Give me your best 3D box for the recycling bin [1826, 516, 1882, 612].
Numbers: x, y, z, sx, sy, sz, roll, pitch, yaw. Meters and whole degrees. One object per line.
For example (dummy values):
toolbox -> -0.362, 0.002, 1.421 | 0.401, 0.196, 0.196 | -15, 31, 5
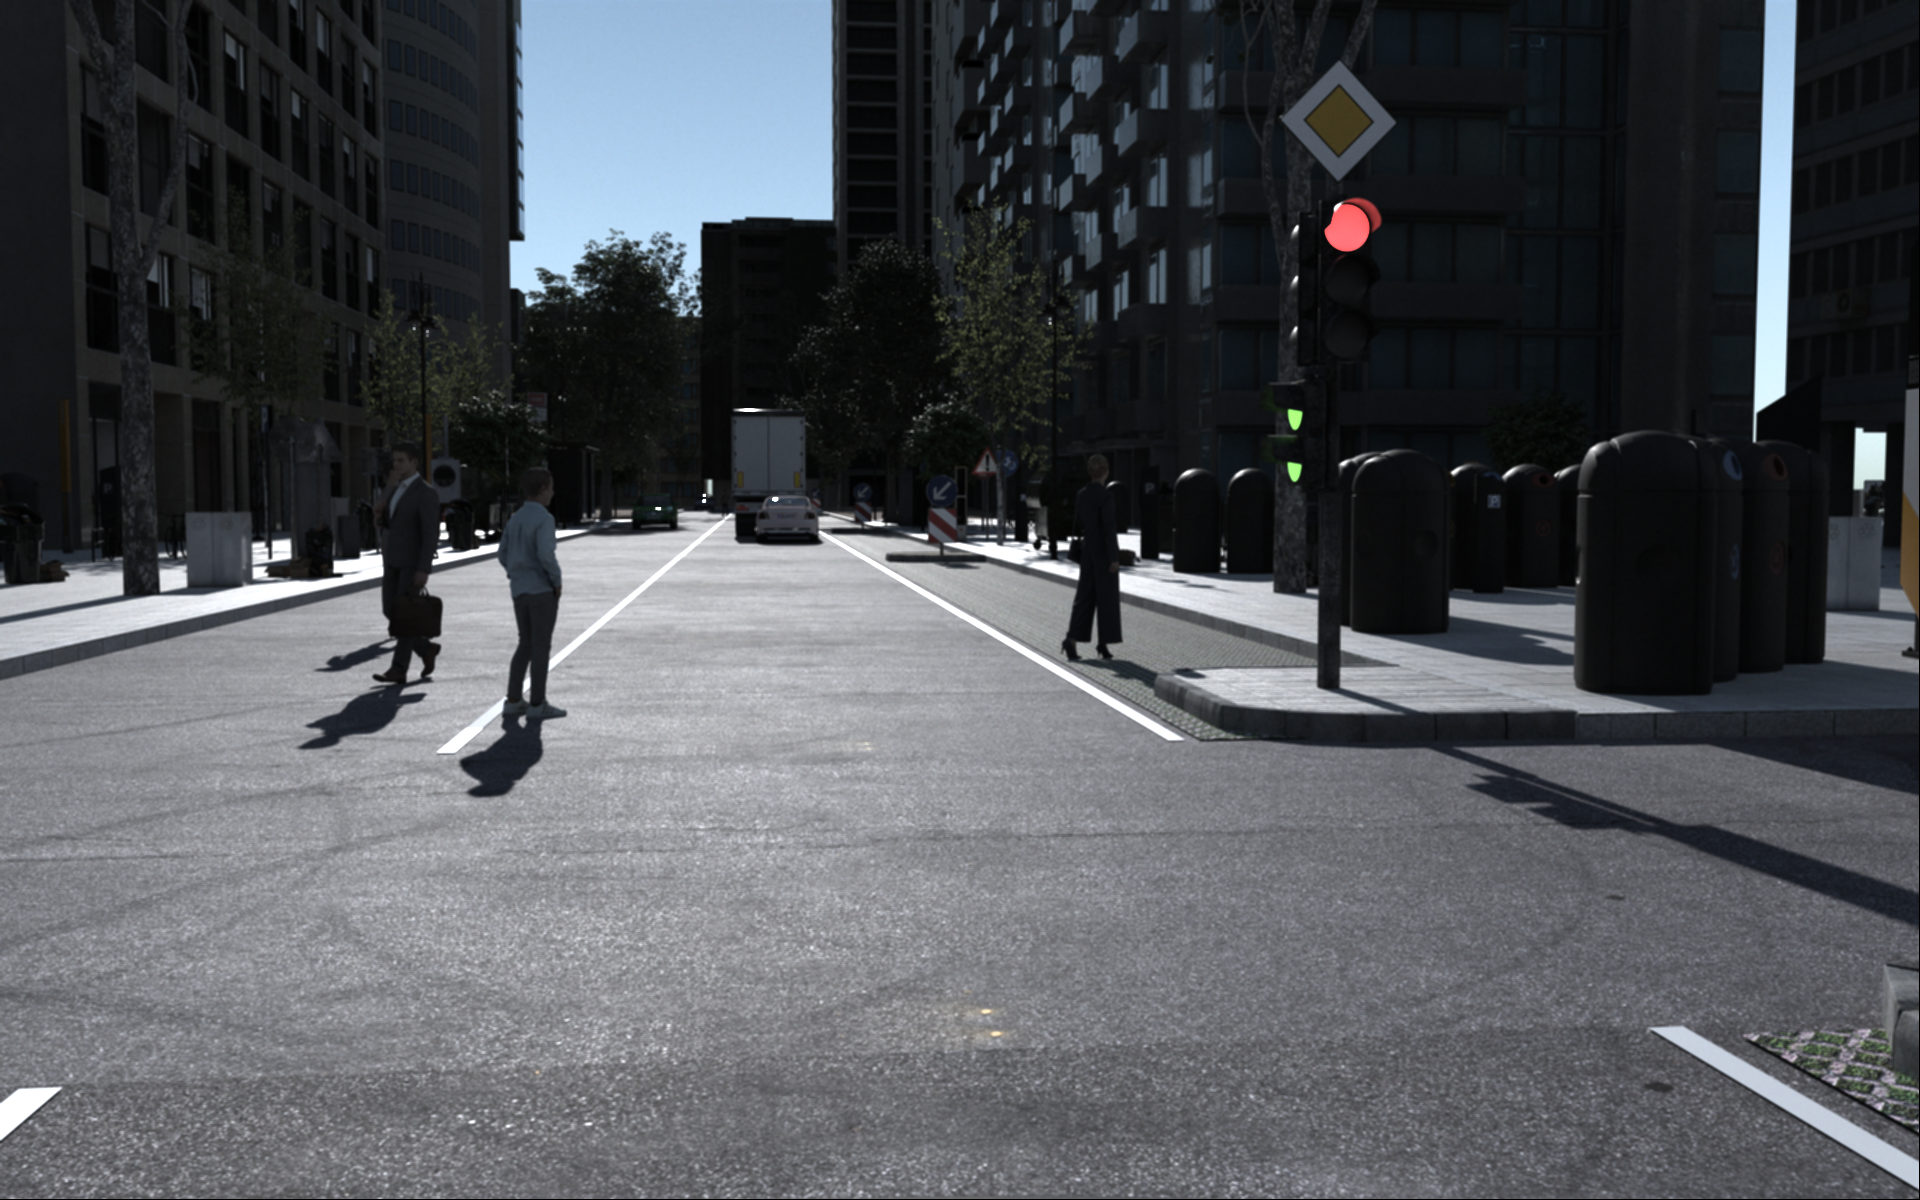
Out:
recycling bin -> 9.737, -0.411, 19.272 | 0.722, 1.027, 0.722 | 0, 4, 6

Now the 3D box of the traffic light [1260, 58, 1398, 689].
traffic light -> 2.422, -1.372, 11.358 | 0.839, 4.253, 0.868 | 0, 4, -7

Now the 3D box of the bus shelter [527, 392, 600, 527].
bus shelter -> -16.252, -5.713, 71.039 | 2.179, 5.291, 8.768 | 0, 4, -7

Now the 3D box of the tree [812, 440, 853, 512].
tree -> -11.324, -12.168, 149.315 | 4.737, 8.622, 4.395 | 0, 3, 0

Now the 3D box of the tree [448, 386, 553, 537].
tree -> -14.088, -4.221, 52.735 | 4.285, 4.588, 4.351 | 0, 3, 0

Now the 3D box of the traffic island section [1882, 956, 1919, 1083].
traffic island section -> 3.401, 1.146, 3.547 | 2.009, 0.180, 2.903 | 0, 4, -7

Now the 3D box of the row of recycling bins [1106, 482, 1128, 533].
row of recycling bins -> 4.288, -3.164, 58.838 | 1.069, 1.692, 3.534 | -3, 5, -42

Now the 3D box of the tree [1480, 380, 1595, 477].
tree -> 16.724, -4.063, 50.138 | 4.285, 4.588, 4.351 | 0, 3, 0

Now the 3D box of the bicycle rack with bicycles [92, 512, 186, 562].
bicycle rack with bicycles -> -15.788, -1.262, 34.020 | 2.852, 0.926, 2.925 | -1, 4, -20

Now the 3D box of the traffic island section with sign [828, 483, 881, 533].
traffic island section with sign -> -3.730, -3.375, 63.813 | 1.989, 1.847, 2.006 | 0, 4, -7

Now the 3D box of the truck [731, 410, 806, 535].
truck -> -6.985, -4.553, 63.350 | 2.839, 4.237, 11.283 | 0, 4, -6

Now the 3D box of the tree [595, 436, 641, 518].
tree -> -19.016, -6.821, 95.229 | 4.285, 4.588, 4.351 | 0, 3, 0

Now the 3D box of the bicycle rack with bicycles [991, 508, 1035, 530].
bicycle rack with bicycles -> 2.570, -3.039, 63.077 | 2.925, 0.926, 2.852 | 0, 4, 7

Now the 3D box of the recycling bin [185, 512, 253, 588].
recycling bin -> -10.317, -0.708, 24.135 | 0.722, 1.027, 0.722 | -1, 4, -10

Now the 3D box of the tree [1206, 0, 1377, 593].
tree -> 5.777, -10.156, 21.943 | 12.611, 20.169, 13.585 | 0, 3, 0

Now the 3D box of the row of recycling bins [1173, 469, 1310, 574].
row of recycling bins -> 5.205, -1.282, 28.072 | 3.534, 1.692, 1.069 | 1, 4, 16

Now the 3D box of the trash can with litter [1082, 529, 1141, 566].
trash can with litter -> 2.718, -1.207, 31.122 | 1.055, 1.170, 0.624 | 1, 4, 14

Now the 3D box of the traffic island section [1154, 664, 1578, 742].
traffic island section -> 2.463, 0.661, 11.477 | 2.009, 0.180, 2.903 | 0, 4, -7

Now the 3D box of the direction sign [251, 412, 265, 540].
direction sign -> -19.492, -3.424, 47.975 | 0.379, 3.537, 0.876 | -1, 4, -11

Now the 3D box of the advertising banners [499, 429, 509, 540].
advertising banners -> -12.056, -3.038, 45.861 | 0.090, 3.025, 2.074 | -1, 4, -9

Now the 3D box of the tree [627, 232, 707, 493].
tree -> -20.540, -16.349, 123.195 | 12.611, 20.169, 13.585 | 0, 3, 0

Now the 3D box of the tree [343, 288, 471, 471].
tree -> -19.755, -6.808, 61.681 | 4.360, 8.622, 3.978 | 0, 3, 0

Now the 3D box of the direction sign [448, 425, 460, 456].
direction sign -> -16.600, -3.974, 56.966 | 0.379, 3.537, 0.876 | 0, 4, 7

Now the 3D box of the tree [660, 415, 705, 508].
tree -> -25.792, -12.850, 160.462 | 4.737, 8.622, 4.395 | 0, 3, 0

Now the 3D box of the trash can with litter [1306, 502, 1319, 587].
trash can with litter -> 4.894, -0.781, 24.162 | 0.624, 1.170, 1.055 | 2, 4, 25

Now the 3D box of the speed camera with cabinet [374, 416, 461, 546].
speed camera with cabinet -> -13.600, -3.001, 43.404 | 2.038, 3.252, 0.660 | -1, 4, -10

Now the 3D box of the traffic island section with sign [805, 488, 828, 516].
traffic island section with sign -> -9.525, -6.376, 112.869 | 1.989, 1.847, 2.006 | 0, 4, -7

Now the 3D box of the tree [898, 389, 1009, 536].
tree -> -0.284, -4.288, 53.818 | 4.285, 4.588, 4.351 | 0, 3, 0

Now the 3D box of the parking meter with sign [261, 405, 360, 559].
parking meter with sign -> -12.896, -2.336, 34.462 | 1.738, 3.016, 0.543 | -2, 4, -35

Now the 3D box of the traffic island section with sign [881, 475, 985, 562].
traffic island section with sign -> -0.568, -1.738, 37.043 | 1.989, 1.847, 2.006 | 0, 4, -7

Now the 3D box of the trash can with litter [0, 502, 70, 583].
trash can with litter -> -13.458, -0.836, 25.053 | 0.624, 1.170, 1.055 | 1, 4, 9

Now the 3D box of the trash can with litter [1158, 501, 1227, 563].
trash can with litter -> 4.903, -1.346, 33.066 | 2.233, 1.210, 1.678 | 0, 4, 4

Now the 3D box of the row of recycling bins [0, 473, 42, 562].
row of recycling bins -> -18.479, -1.531, 32.141 | 1.069, 1.692, 3.534 | 0, 4, 7

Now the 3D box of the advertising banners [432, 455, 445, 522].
advertising banners -> -23.407, -5.042, 78.617 | 0.090, 3.025, 2.074 | 1, 4, 21

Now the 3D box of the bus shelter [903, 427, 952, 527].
bus shelter -> -0.975, -4.430, 63.716 | 1.731, 3.624, 6.357 | 0, 4, -7

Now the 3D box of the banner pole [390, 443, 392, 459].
banner pole -> -27.015, -5.637, 82.188 | 0.401, 3.779, 0.863 | -1, 4, -23

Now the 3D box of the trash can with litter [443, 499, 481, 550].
trash can with litter -> -11.472, -1.750, 39.995 | 0.624, 1.170, 1.055 | 0, 4, 2

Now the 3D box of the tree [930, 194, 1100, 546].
tree -> 1.080, -5.648, 42.700 | 4.360, 8.622, 3.978 | 0, 3, 0

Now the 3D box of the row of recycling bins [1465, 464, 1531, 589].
row of recycling bins -> 7.412, -1.018, 23.752 | 3.534, 1.692, 1.069 | -1, 4, -22

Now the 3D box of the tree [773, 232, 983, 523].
tree -> -3.098, -9.733, 76.138 | 9.611, 12.733, 9.660 | 0, 3, 0

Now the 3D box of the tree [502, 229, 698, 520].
tree -> -17.452, -10.911, 85.046 | 9.857, 13.997, 8.962 | 0, 3, 0

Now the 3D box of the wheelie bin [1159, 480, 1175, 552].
wheelie bin -> 4.537, -1.859, 38.300 | 0.693, 1.594, 0.980 | 1, 4, 16

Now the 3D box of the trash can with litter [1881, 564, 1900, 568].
trash can with litter -> 15.476, -1.202, 30.708 | 2.233, 1.210, 1.678 | 3, 4, 38

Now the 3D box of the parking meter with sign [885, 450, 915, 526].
parking meter with sign -> -2.128, -4.454, 69.085 | 1.738, 3.016, 0.543 | 0, 4, -1

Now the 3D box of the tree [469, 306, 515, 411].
tree -> -19.603, -7.212, 68.273 | 4.360, 8.622, 3.978 | 0, 3, 0

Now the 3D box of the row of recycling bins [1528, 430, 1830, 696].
row of recycling bins -> 5.317, -0.322, 12.376 | 1.069, 1.692, 3.534 | 3, 5, 41

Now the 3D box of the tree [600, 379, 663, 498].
tree -> -20.328, -9.673, 108.515 | 4.360, 8.622, 3.978 | 0, 3, 0

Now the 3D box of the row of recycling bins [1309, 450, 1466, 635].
row of recycling bins -> 4.225, -0.633, 17.468 | 1.069, 1.692, 3.534 | 0, 4, 7

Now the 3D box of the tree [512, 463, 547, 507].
tree -> -14.785, -3.941, 59.035 | 1.663, 3.219, 1.824 | 0, 3, 0

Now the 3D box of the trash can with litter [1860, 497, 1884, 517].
trash can with litter -> 39.196, -3.870, 74.665 | 1.055, 1.170, 0.624 | -1, 4, -20

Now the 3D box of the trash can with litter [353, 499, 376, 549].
trash can with litter -> -13.535, -1.768, 40.297 | 1.055, 1.170, 0.624 | -2, 4, -24

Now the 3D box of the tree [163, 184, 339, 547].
tree -> -16.652, -5.565, 41.352 | 4.737, 8.622, 4.395 | 0, 3, 0

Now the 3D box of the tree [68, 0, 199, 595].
tree -> -11.193, -10.049, 20.198 | 12.611, 20.169, 13.585 | 0, 3, 0

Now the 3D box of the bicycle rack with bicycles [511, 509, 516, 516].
bicycle rack with bicycles -> -20.693, -3.805, 75.600 | 2.852, 0.926, 2.925 | -3, 5, -44
